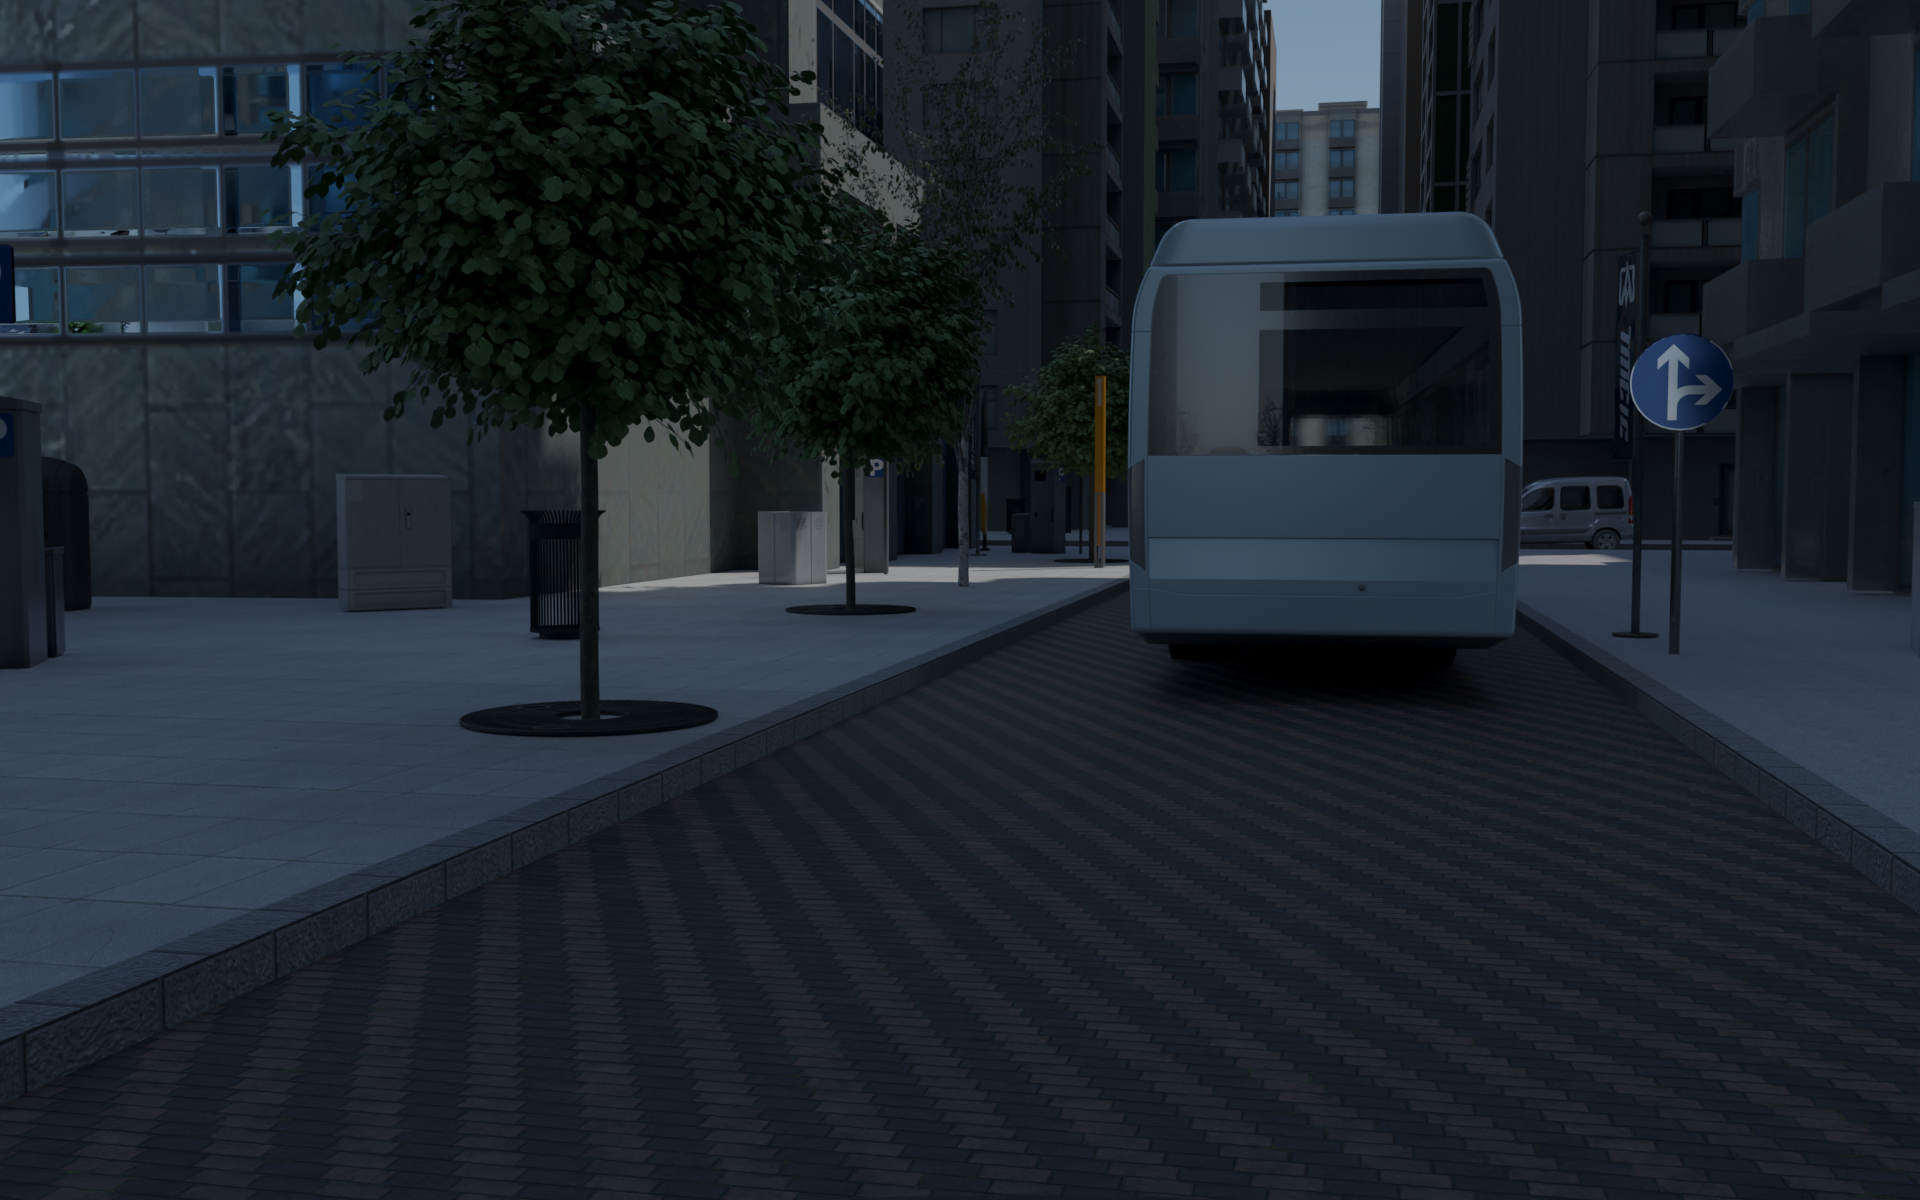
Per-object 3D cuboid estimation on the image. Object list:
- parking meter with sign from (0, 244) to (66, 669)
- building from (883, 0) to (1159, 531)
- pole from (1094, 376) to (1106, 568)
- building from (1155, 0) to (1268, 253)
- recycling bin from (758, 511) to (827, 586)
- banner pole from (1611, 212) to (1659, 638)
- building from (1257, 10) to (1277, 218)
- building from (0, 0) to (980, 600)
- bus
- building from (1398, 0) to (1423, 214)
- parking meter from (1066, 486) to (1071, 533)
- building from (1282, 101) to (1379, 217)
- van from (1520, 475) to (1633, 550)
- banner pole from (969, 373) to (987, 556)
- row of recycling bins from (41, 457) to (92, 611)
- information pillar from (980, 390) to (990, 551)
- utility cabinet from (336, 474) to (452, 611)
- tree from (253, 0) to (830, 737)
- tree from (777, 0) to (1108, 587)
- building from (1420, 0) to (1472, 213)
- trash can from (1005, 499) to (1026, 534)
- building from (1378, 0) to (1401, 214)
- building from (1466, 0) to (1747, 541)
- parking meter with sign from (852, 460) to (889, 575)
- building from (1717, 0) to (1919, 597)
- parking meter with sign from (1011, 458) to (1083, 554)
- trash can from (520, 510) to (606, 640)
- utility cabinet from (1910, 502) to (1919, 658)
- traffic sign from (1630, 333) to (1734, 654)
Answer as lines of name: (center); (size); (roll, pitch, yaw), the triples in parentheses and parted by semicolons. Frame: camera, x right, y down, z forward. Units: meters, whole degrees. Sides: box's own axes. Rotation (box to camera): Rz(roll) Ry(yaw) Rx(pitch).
parking meter with sign: (-7.116, -1.019, 12.914); (0.543, 3.016, 1.738); (-1, 4, -16)
building: (-0.287, -23.306, 64.652); (14.154, 41.232, 14.086); (1, 4, 12)
pole: (2.432, -2.215, 30.055); (0.158, 3.312, 0.155); (0, 3, 0)
building: (12.857, -31.750, 138.726); (23.786, 49.044, 30.456); (1, 4, 12)
recycling bin: (-2.392, -0.745, 24.735); (0.722, 1.027, 0.722); (3, 4, 38)
banner pole: (6.075, -1.570, 15.695); (0.401, 3.779, 0.863); (0, 4, 0)
building: (21.801, -31.195, 160.140); (14.600, 45.320, 14.200); (1, 4, 12)
building: (-17.042, -43.955, 31.332); (31.000, 86.520, 22.319); (1, 4, 12)
bus: (3.599, -1.414, 17.983); (2.948, 3.499, 13.247); (1, 4, 10)
building: (39.858, -29.263, 128.568); (14.600, 45.320, 14.200); (1, 4, 12)
parking meter: (3.456, -2.950, 56.638); (0.372, 1.533, 0.369); (0, 3, 0)
building: (46.927, -36.366, 214.198); (30.456, 49.044, 23.786); (1, 4, 12)
van: (14.036, -2.120, 41.678); (4.112, 2.044, 2.013); (1, 4, 13)
banner pole: (0.306, -2.796, 35.729); (0.401, 3.779, 0.863); (1, 4, 16)
row of recycling bins: (-10.577, -0.660, 17.907); (1.069, 1.692, 3.534); (1, 4, 22)
information pillar: (0.549, -2.909, 38.915); (0.183, 3.616, 0.504); (1, 4, 10)
utility cabinet: (-6.242, -0.640, 19.146); (1.173, 1.500, 0.318); (-3, 5, -40)
tree: (-2.027, -1.587, 9.653); (4.285, 4.588, 4.351); (0, 3, 0)
tree: (-0.190, -4.491, 23.787); (4.360, 8.622, 3.978); (0, 3, 0)
building: (37.298, -40.881, 106.655); (20.563, 71.187, 20.611); (1, 4, 12)
trash can: (1.781, -2.684, 55.533); (0.748, 1.137, 0.748); (0, 3, 0)
building: (53.384, -38.813, 176.583); (21.231, 58.520, 28.212); (1, 4, 12)
building: (22.993, -22.513, 51.683); (14.086, 41.232, 14.154); (1, 4, 12)
parking meter with sign: (-1.424, -1.960, 28.313); (0.543, 3.016, 1.738); (-1, 4, -17)
building: (21.355, -24.313, 17.125); (23.786, 49.044, 30.456); (1, 4, 12)
parking meter with sign: (1.901, -2.510, 37.301); (1.738, 3.016, 0.543); (2, 4, 35)
trash can: (-3.526, -0.231, 15.429); (0.748, 1.137, 0.748); (0, 3, 0)
utility cabinet: (7.864, -0.169, 13.929); (0.306, 1.237, 1.020); (2, 4, 25)
traffic sign: (5.735, -0.839, 13.830); (0.768, 2.556, 0.104); (1, 4, 18)
